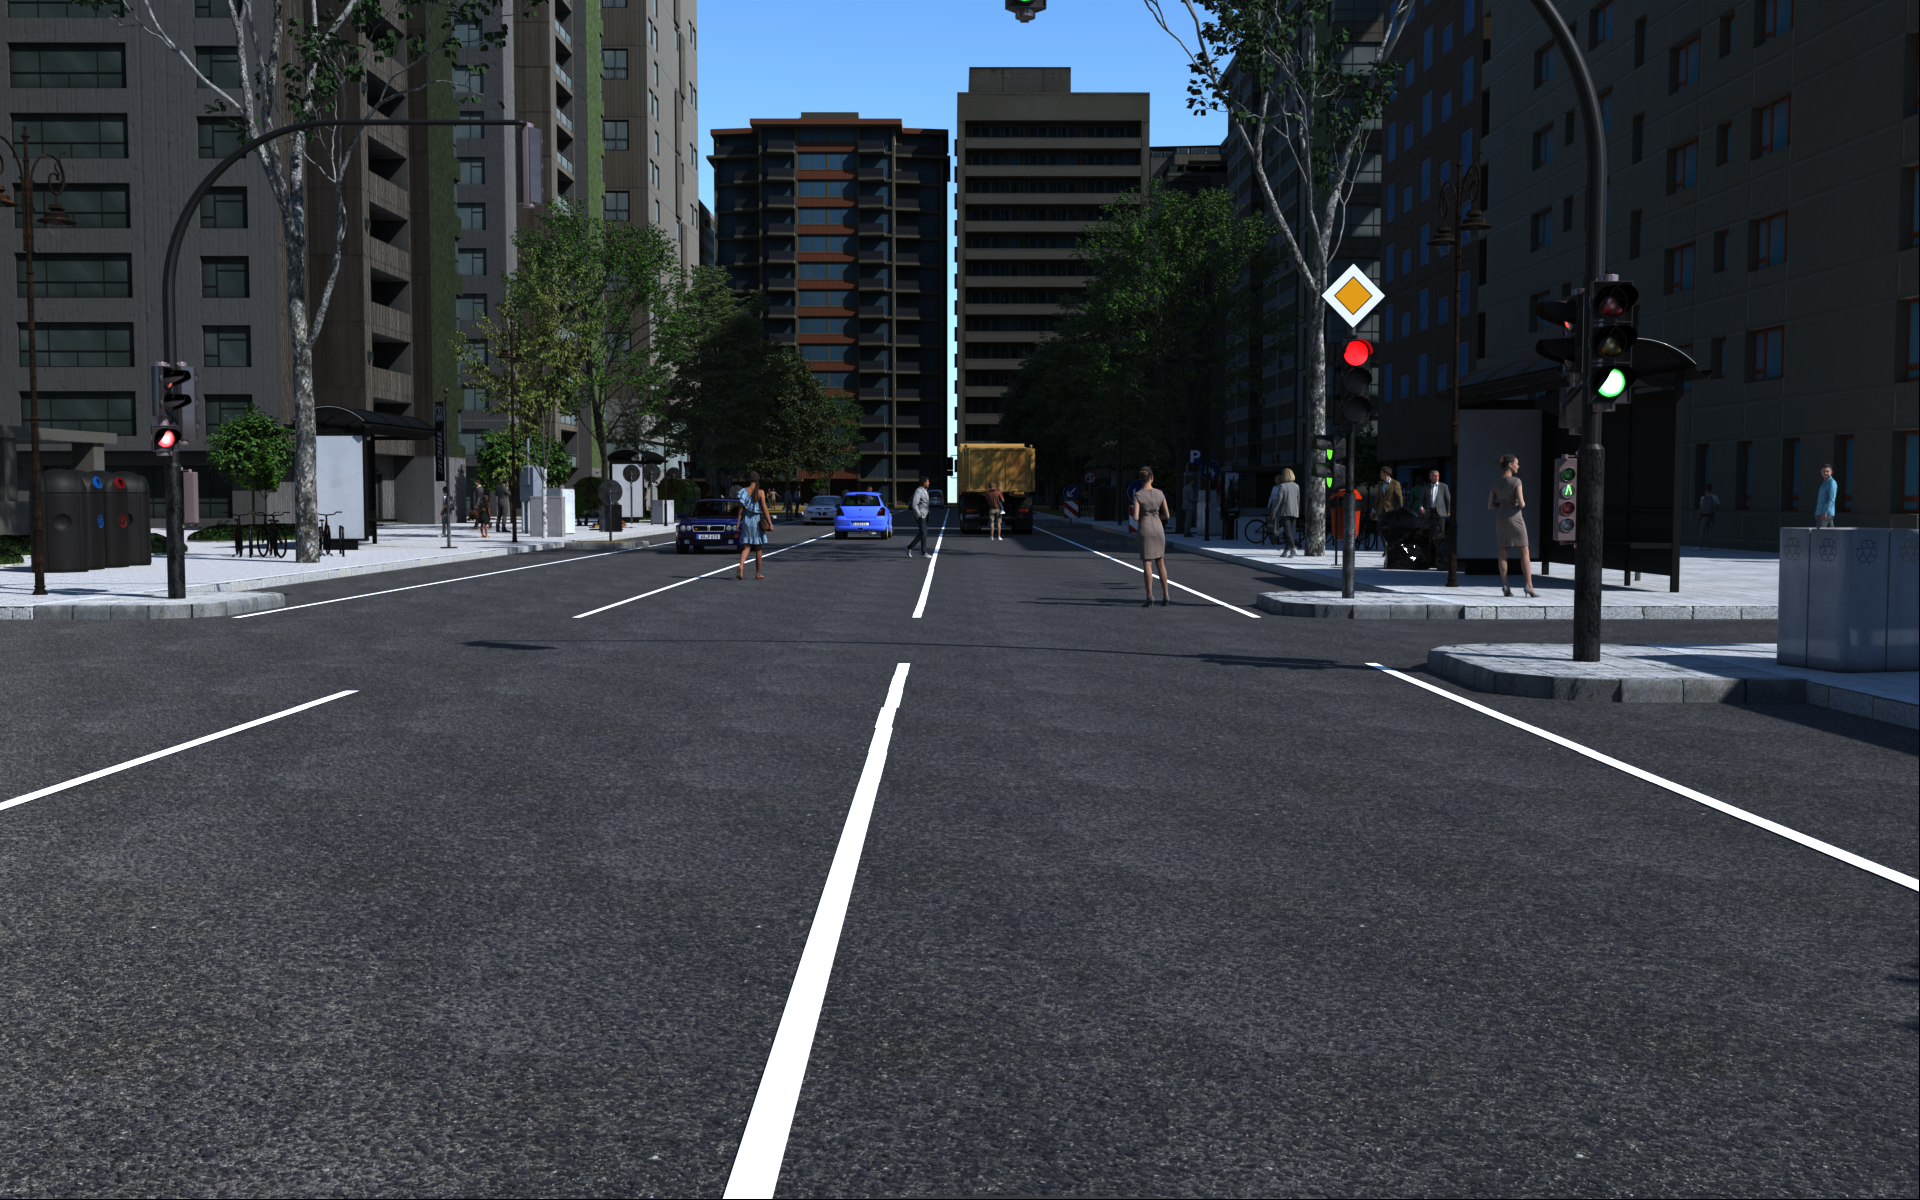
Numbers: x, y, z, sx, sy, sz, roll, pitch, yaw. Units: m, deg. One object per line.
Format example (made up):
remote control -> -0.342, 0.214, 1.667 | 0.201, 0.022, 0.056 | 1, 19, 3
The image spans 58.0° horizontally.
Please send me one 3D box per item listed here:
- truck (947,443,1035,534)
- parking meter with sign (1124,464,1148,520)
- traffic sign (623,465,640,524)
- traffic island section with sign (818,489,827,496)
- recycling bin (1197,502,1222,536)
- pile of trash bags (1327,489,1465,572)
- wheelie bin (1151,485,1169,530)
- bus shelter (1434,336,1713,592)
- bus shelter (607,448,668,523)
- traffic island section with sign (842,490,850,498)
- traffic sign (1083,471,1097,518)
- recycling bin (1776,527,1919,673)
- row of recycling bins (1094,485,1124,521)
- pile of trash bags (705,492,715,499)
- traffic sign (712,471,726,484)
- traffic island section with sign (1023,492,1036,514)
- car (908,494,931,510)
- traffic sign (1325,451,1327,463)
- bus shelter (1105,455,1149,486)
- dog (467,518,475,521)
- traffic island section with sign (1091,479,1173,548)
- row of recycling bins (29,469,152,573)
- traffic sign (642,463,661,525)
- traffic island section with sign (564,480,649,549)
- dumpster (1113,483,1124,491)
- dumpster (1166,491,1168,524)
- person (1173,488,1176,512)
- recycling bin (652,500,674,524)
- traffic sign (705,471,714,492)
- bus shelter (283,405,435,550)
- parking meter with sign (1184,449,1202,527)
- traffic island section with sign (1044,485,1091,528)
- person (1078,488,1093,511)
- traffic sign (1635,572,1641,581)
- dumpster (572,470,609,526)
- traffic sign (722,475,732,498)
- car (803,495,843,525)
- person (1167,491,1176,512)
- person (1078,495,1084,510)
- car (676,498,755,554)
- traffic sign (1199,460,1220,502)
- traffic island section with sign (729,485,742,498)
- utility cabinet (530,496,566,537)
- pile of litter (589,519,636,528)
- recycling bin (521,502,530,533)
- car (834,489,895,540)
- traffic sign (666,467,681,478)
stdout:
truck -> 1.262, -4.235, 65.174 | 3.469, 3.379, 9.791 | 0, 4, -1
parking meter with sign -> 8.564, -5.541, 86.863 | 1.738, 3.016, 0.543 | 0, 4, 7
traffic sign -> -14.197, -4.570, 74.818 | 0.768, 2.556, 0.104 | 0, 4, 8
traffic island section with sign -> -9.716, -7.002, 123.105 | 1.989, 1.847, 2.006 | 0, 4, 0
recycling bin -> 7.733, -2.483, 53.148 | 0.722, 1.027, 0.722 | -1, 4, -18
pile of trash bags -> 7.856, -1.247, 30.145 | 1.912, 1.369, 3.447 | -3, 5, -41
wheelie bin -> 7.013, -3.288, 61.672 | 0.980, 1.594, 0.693 | -2, 4, -32
bus shelter -> 8.594, -1.897, 24.942 | 2.014, 3.302, 5.546 | 0, 4, 0
bus shelter -> -14.812, -5.229, 79.413 | 2.014, 3.302, 5.546 | 0, 3, 0
traffic island section with sign -> -9.816, -8.650, 150.060 | 1.989, 1.847, 2.006 | 0, 4, 0
traffic sign -> 7.025, -5.720, 93.632 | 0.768, 2.556, 0.104 | 0, 4, 1
recycling bin -> 6.574, -0.014, 12.784 | 0.722, 1.027, 0.722 | -1, 4, -13
row of recycling bins -> 7.248, -4.743, 84.668 | 1.069, 1.692, 3.534 | 1, 4, 17
pile of trash bags -> -13.041, -4.860, 89.209 | 1.912, 1.369, 3.447 | 0, 4, -1
traffic sign -> -12.916, -5.667, 92.767 | 0.768, 2.556, 0.104 | 0, 4, 1
traffic island section with sign -> 4.402, -7.023, 123.448 | 1.989, 1.847, 2.006 | 0, 4, 0
car -> -3.731, -8.916, 157.571 | 2.131, 1.459, 4.920 | 0, 4, 1
traffic sign -> 10.030, -2.914, 47.744 | 0.768, 2.556, 0.104 | 0, 4, 3
bus shelter -> 9.053, -6.072, 93.196 | 2.014, 3.302, 5.546 | 0, 4, 0
dog -> -23.370, -3.958, 82.453 | 0.748, 0.427, 0.550 | -3, 5, -40
traffic island section with sign -> 4.708, -2.357, 47.160 | 1.989, 1.847, 2.006 | 0, 4, 0
row of recycling bins -> -14.978, -1.389, 29.828 | 1.069, 1.692, 3.534 | 0, 4, -4
traffic sign -> -12.752, -4.370, 71.555 | 0.768, 2.556, 0.104 | 0, 4, 4
traffic island section with sign -> -9.415, -2.313, 46.440 | 1.989, 1.847, 2.006 | 0, 4, 0
dumpster -> 8.327, -5.069, 88.634 | 1.264, 1.857, 1.865 | 0, 4, 0
dumpster -> 8.187, -4.383, 74.153 | 1.502, 2.255, 1.985 | 0, 3, 0
person -> 15.856, -7.349, 126.654 | 0.568, 1.767, 0.683 | 1, 4, 9
recycling bin -> -12.663, -3.741, 73.727 | 0.722, 1.027, 0.722 | 2, 4, 30
traffic sign -> -13.844, -5.899, 96.549 | 0.768, 2.556, 0.104 | 0, 4, 2
bus shelter -> -14.390, -2.952, 42.192 | 2.014, 3.302, 5.546 | 0, 4, 0
parking meter with sign -> 8.927, -4.324, 66.963 | 0.543, 3.016, 1.738 | 1, 4, 19
traffic island section with sign -> 4.597, -4.005, 74.114 | 1.989, 1.847, 2.006 | 0, 4, 0
person -> 9.725, -7.789, 134.101 | 1.217, 1.736, 0.721 | 2, 4, 28
traffic sign -> 10.035, -1.558, 25.573 | 0.768, 2.556, 0.104 | 1, 4, 9
dumpster -> -14.761, -4.123, 69.910 | 1.502, 2.255, 1.985 | 0, 3, 0
traffic sign -> -12.736, -5.659, 94.654 | 0.606, 2.300, 0.079 | 0, 4, 8
car -> -6.223, -4.202, 81.062 | 2.083, 1.381, 4.827 | 0, 4, 1
person -> 12.530, -5.997, 104.926 | 1.217, 1.723, 0.721 | -1, 4, -11
person -> 9.673, -7.959, 139.407 | 0.697, 1.427, 0.421 | -2, 4, -27
car -> -5.921, -1.842, 42.703 | 1.945, 1.354, 3.894 | 0, 4, 0
traffic sign -> 9.311, -3.947, 64.647 | 0.768, 2.556, 0.104 | 0, 4, 0
traffic island section with sign -> -9.521, -3.995, 73.943 | 1.989, 1.847, 2.006 | 0, 4, 0
utility cabinet -> -12.347, -2.491, 51.885 | 1.020, 1.237, 0.306 | 1, 4, 12
pile of litter -> -13.180, -3.165, 65.705 | 1.719, 0.858, 1.176 | 1, 4, 8
recycling bin -> -14.289, -2.775, 57.923 | 0.722, 1.027, 0.722 | -1, 4, -14
car -> -3.088, -2.821, 55.711 | 1.945, 1.707, 3.694 | 0, 4, 0
traffic sign -> -13.623, -5.035, 82.436 | 0.768, 2.556, 0.104 | 0, 4, 5
